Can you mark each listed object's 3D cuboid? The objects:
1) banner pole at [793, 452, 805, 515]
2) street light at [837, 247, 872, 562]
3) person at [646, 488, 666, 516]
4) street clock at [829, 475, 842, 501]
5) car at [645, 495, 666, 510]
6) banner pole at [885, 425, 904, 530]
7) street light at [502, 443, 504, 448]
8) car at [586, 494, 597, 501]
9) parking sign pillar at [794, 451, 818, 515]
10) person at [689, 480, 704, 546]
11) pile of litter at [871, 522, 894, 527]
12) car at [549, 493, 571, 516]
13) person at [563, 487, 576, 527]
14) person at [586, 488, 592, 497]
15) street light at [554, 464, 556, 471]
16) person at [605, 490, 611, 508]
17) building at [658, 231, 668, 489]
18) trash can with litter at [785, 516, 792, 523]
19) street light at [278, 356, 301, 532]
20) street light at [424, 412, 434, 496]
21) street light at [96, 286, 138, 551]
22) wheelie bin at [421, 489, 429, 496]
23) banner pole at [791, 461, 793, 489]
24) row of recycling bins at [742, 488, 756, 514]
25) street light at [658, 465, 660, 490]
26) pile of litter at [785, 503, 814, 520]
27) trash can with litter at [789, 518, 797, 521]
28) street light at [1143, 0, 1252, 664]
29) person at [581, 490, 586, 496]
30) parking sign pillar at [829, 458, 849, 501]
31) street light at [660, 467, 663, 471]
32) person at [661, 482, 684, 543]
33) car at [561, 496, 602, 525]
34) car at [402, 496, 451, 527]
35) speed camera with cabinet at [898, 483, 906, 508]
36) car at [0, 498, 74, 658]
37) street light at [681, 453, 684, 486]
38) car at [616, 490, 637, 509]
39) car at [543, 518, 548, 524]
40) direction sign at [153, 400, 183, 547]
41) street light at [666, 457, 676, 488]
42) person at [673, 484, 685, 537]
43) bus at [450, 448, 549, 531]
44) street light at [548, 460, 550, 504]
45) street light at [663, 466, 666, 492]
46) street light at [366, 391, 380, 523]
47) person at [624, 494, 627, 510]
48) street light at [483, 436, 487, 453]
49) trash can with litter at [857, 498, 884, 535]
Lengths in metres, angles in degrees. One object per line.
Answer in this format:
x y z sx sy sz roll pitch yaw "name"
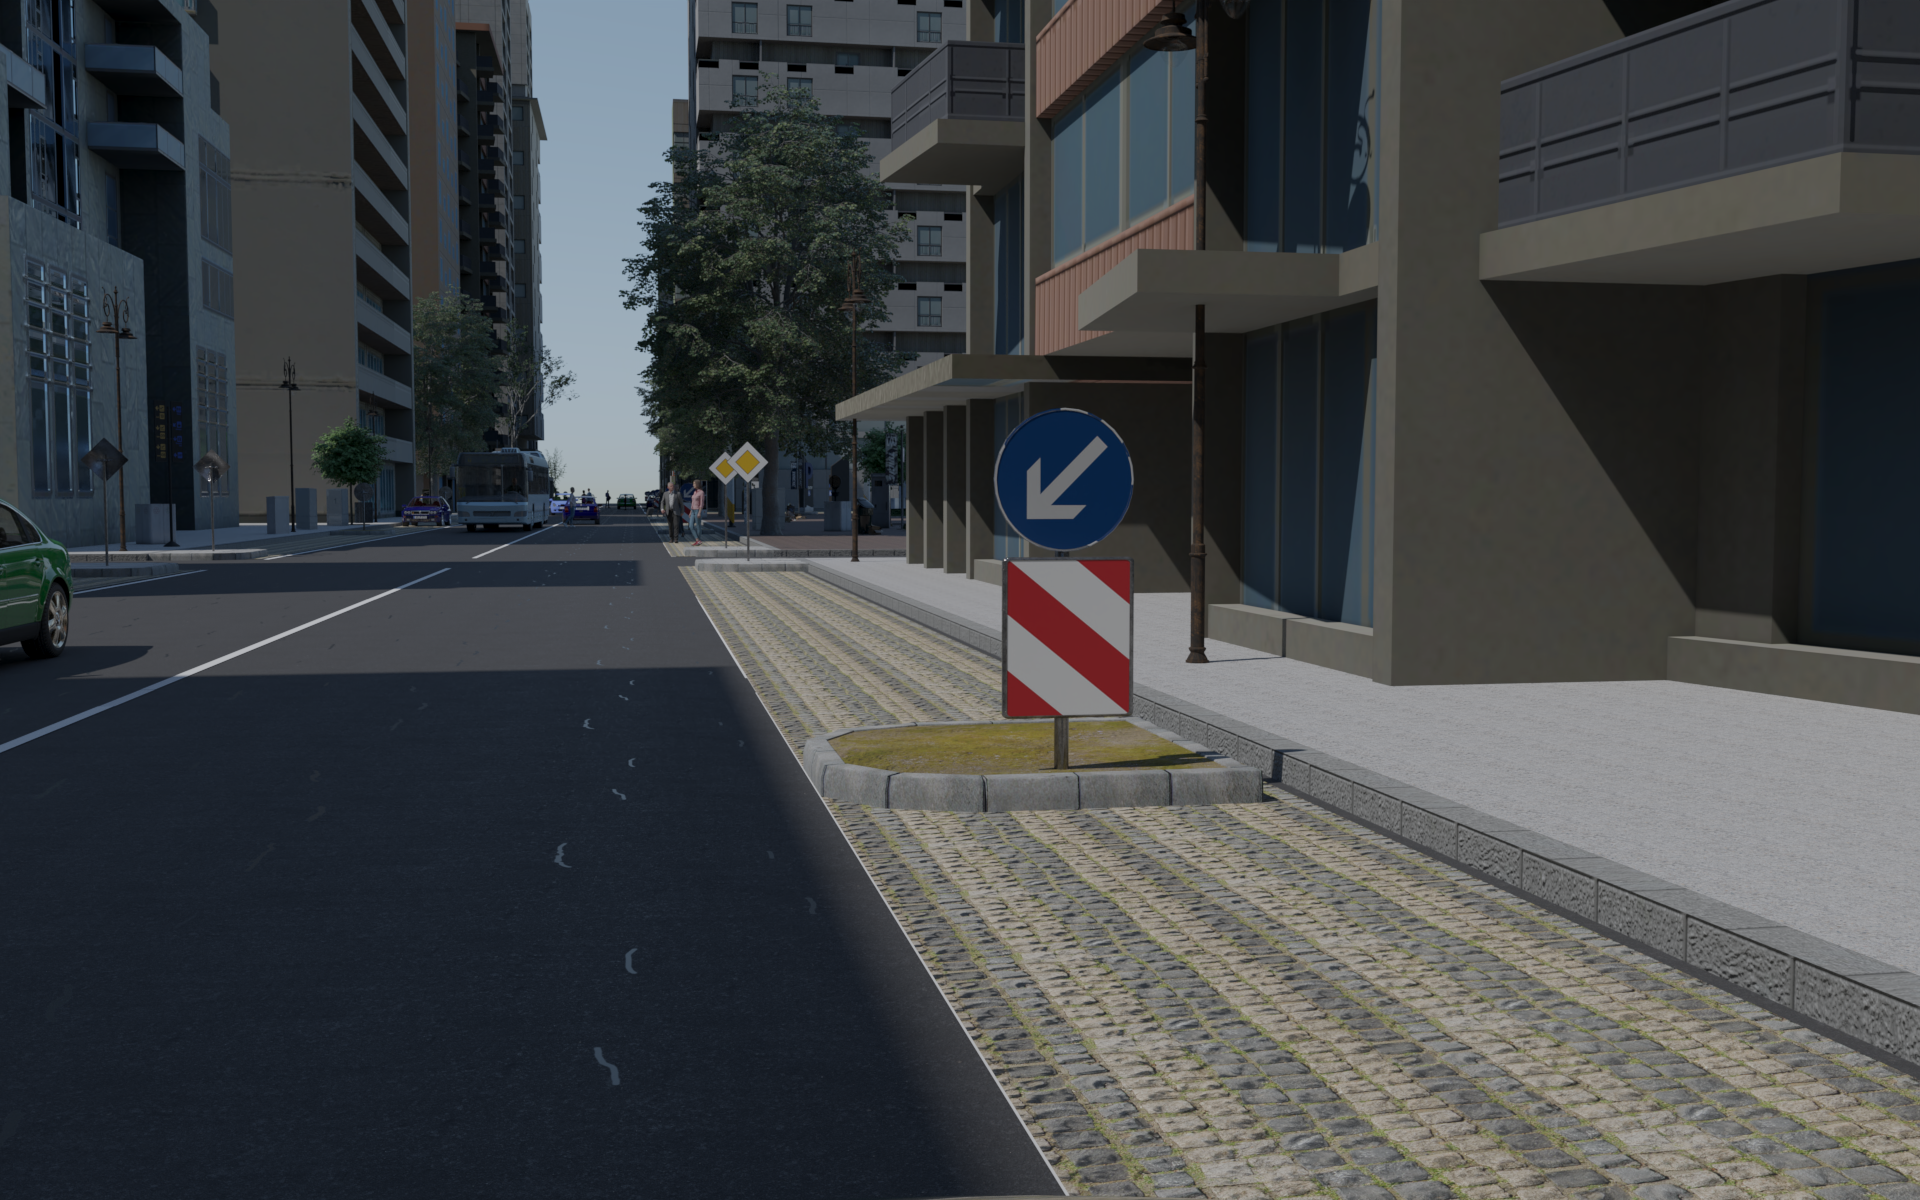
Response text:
-9.489 -6.970 103.975 0.401 3.779 0.863 -3 4 -38 "banner pole"
-1.986 -3.660 32.634 0.468 5.910 1.993 -1 4 -11 "street light"
-19.366 -6.249 110.885 1.509 1.804 0.699 3 5 39 "person"
-4.783 -3.784 66.443 0.471 2.002 0.358 0 4 3 "street clock"
-26.926 -8.614 153.413 1.945 1.354 3.894 -1 4 -10 "car"
-2.316 -4.437 62.568 0.863 3.779 0.401 -1 4 -22 "banner pole"
-40.582 -11.085 154.028 0.468 5.910 1.993 -1 4 -11 "street light"
-52.911 -14.505 247.381 2.015 1.641 3.980 -1 4 -12 "car"
-9.474 -7.226 106.615 1.447 3.967 1.447 1 4 18 "parking sign pillar"
-7.267 -2.397 47.696 0.555 1.821 0.388 3 5 39 "person"
-3.223 -3.354 68.795 1.719 0.858 1.176 3 4 38 "pile of litter"
-26.754 -6.568 116.984 1.945 1.707 3.694 -1 4 -12 "car"
-16.782 -3.995 74.482 0.598 1.740 0.731 -2 4 -27 "person"
-24.312 -6.432 113.694 0.654 1.822 0.581 3 4 37 "person"
-59.784 -17.301 255.651 0.468 5.910 1.993 -1 4 -11 "street light"
-35.381 -10.149 174.306 0.599 1.838 0.709 2 4 34 "person"
-39.179 -35.613 265.870 14.154 41.232 14.086 -1 4 -11 "building"
-8.109 -4.068 77.893 1.055 1.170 0.624 -3 5 -41 "trash can with litter"
-22.499 -5.228 58.270 0.468 5.910 1.993 -1 4 -11 "street light"
-29.989 -7.655 97.953 0.468 5.910 1.993 -1 4 -11 "street light"
-18.749 -4.027 38.634 0.468 5.910 1.993 -1 4 -11 "street light"
-33.906 -6.271 110.431 0.980 1.594 0.693 -1 4 -14 "wheelie bin"
-10.944 -7.683 115.638 0.863 3.779 0.401 -2 4 -31 "banner pole"
-12.592 -6.291 109.978 3.534 1.692 1.069 3 5 45 "row of recycling bins"
-43.264 -17.040 251.393 0.468 5.910 1.993 -1 4 -11 "street light"
-8.335 -4.520 87.867 1.176 0.858 1.719 1 4 13 "pile of litter"
-8.735 -4.481 84.318 1.678 1.210 2.233 -2 4 -35 "trash can with litter"
1.806 -2.460 13.006 0.468 5.910 1.993 -1 4 -11 "street light"
-28.216 -7.364 129.582 0.721 1.739 1.217 2 4 31 "person"
-7.927 -7.656 113.649 1.447 3.967 1.447 -2 4 -29 "parking sign pillar"
-39.542 -15.824 231.511 0.468 5.910 1.993 -1 4 -11 "street light"
-8.336 -2.525 50.183 0.661 1.777 0.834 -1 4 -9 "person"
-17.923 -4.246 82.003 1.945 1.354 3.894 -1 4 -12 "car"
-23.755 -3.949 77.148 1.945 1.354 3.894 -1 4 -9 "car"
-3.477 -6.844 106.236 0.660 3.252 2.038 0 4 -1 "speed camera with cabinet"
-8.537 -0.300 13.698 1.959 1.807 4.718 -1 4 -11 "car"
-24.174 -10.866 150.443 0.468 5.910 1.993 -1 4 -11 "street light"
-31.530 -9.486 163.887 1.959 1.807 4.718 -1 4 -10 "car"
-21.161 -4.424 84.699 2.083 1.381 4.827 -1 4 -12 "car"
-19.218 -3.066 42.119 0.379 3.537 0.876 1 4 19 "direction sign"
-31.621 -13.279 189.901 0.468 5.910 1.993 -1 4 -11 "street light"
-9.375 -2.961 57.330 0.576 1.772 0.534 1 4 10 "person"
-18.250 -4.569 69.562 2.948 3.499 13.247 -1 4 -10 "bus"
-55.823 -16.048 235.169 0.468 5.910 1.993 -1 4 -11 "street light"
-35.672 -14.587 211.287 0.468 5.910 1.993 -1 4 -11 "street light"
-26.329 -6.428 77.891 0.468 5.910 1.993 -1 4 -11 "street light"
-29.865 -8.725 154.419 0.557 1.426 1.065 -1 4 -16 "person"
-36.878 -9.884 134.383 0.468 5.910 1.993 -1 4 -11 "street light"
-2.842 -2.658 54.845 1.055 1.170 0.624 3 5 44 "trash can with litter"
